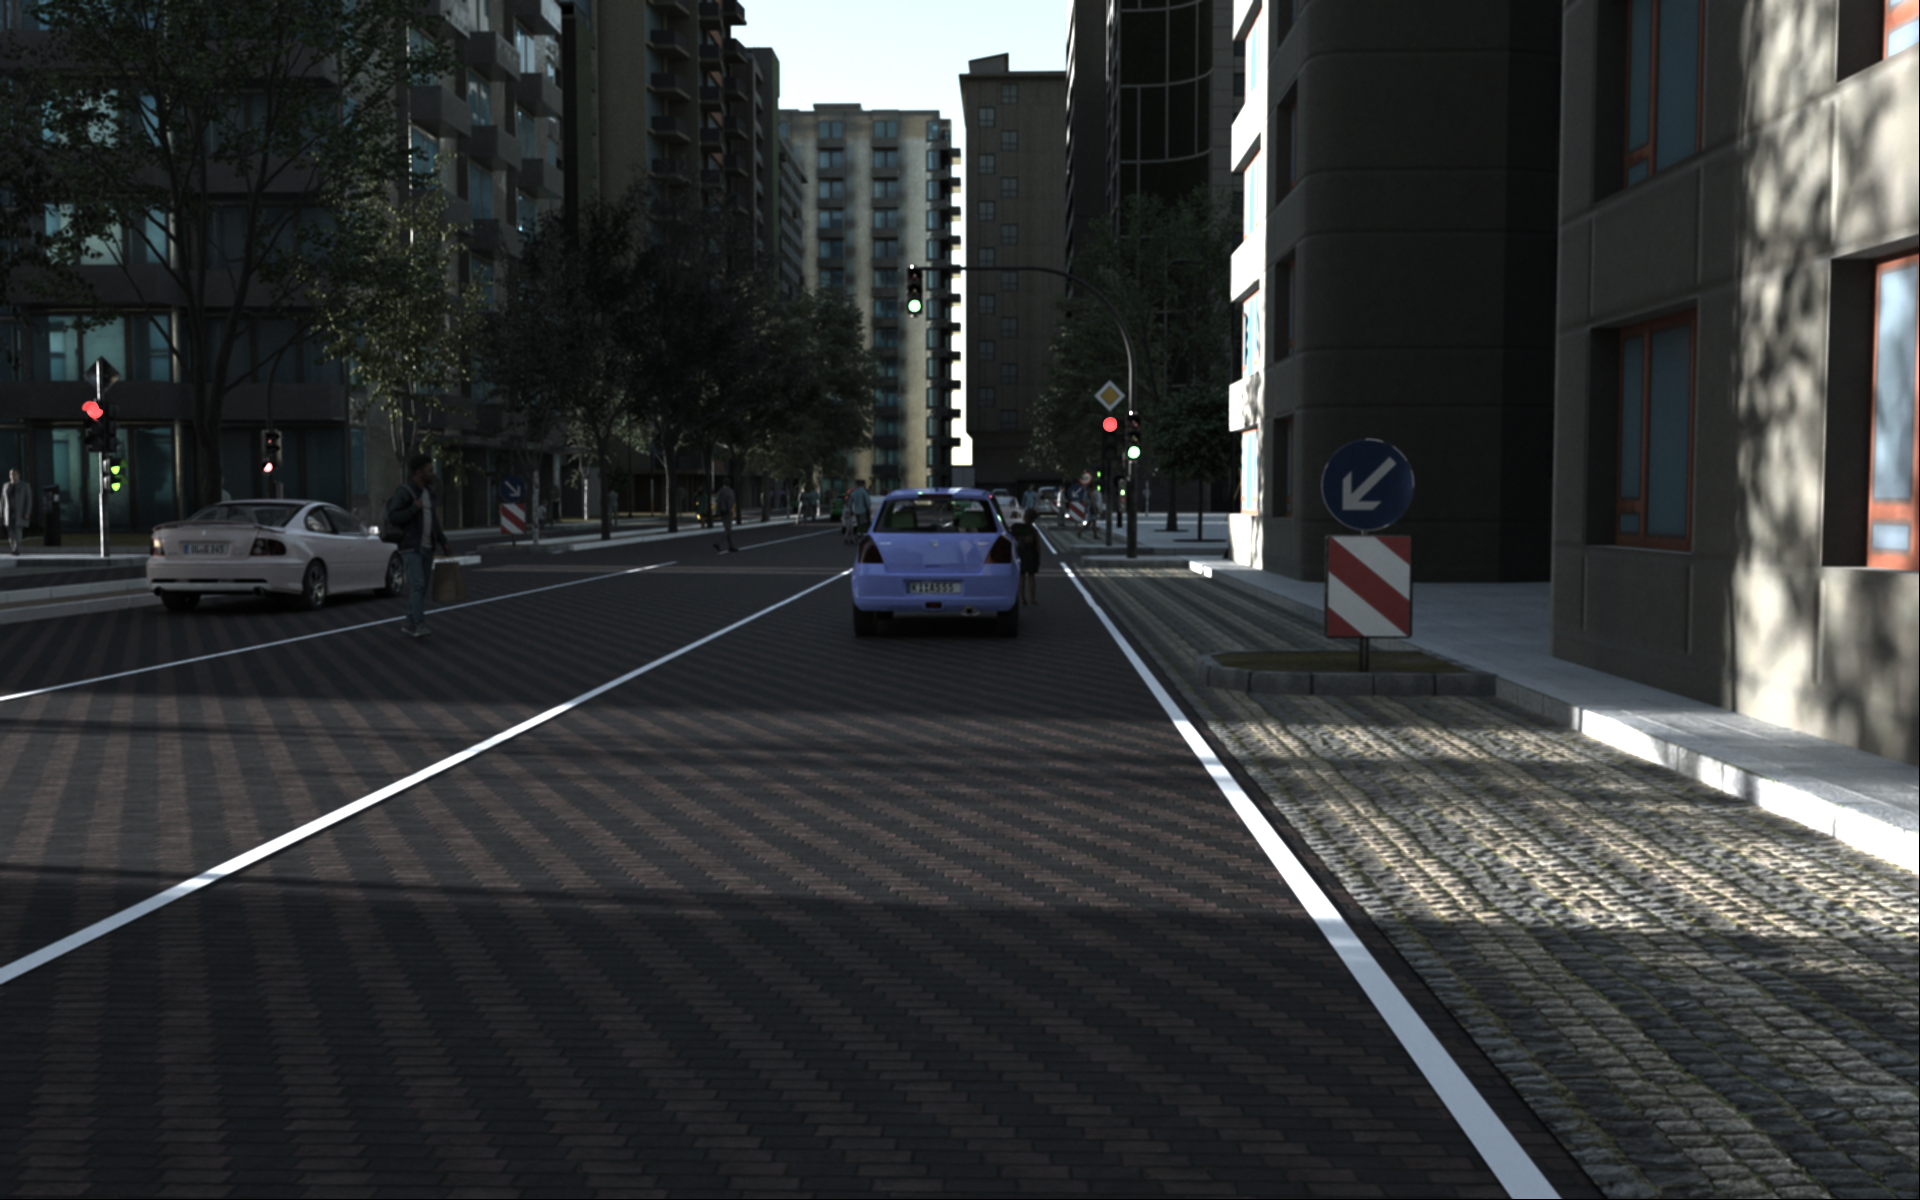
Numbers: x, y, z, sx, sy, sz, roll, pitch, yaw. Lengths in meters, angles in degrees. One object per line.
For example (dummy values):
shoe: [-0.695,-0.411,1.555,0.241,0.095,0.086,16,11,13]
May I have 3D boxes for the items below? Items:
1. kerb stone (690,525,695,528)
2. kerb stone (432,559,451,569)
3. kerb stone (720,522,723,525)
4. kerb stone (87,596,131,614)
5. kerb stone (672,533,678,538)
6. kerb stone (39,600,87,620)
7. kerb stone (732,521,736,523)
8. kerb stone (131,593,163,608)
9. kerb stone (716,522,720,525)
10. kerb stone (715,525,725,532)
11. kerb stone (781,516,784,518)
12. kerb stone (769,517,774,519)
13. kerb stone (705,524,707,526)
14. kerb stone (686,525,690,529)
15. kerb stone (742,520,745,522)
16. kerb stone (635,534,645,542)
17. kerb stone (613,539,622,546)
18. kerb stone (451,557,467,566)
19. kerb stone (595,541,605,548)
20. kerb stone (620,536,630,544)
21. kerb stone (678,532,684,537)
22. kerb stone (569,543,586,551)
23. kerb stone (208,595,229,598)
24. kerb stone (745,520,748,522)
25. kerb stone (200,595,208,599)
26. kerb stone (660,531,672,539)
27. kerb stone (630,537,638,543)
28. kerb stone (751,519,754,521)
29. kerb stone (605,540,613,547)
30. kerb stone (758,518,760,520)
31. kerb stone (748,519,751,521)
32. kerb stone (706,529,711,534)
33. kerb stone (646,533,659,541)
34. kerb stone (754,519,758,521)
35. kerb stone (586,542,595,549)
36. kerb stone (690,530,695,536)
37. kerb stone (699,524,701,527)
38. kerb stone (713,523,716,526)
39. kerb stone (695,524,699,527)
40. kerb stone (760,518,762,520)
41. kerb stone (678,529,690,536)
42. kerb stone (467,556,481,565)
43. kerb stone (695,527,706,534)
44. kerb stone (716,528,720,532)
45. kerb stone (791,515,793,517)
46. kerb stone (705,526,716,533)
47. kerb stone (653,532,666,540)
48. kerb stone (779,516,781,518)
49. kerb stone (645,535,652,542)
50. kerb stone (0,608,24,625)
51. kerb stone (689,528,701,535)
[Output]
kerb stone: [-11.106,-2.977,70.901,0.120,0.150,1.000,0,4,2]
kerb stone: [-10.108,-0.691,33.490,0.120,0.150,1.000,0,4,2]
kerb stone: [-10.892,-3.412,78.057,0.120,0.150,1.000,0,4,2]
kerb stone: [-10.471,0.063,21.161,0.120,0.150,1.000,0,4,2]
kerb stone: [-9.437,-2.096,56.496,0.120,0.150,1.000,0,4,2]
kerb stone: [-10.508,0.128,20.130,0.120,0.150,1.000,0,4,2]
kerb stone: [-10.741,-3.731,83.194,0.120,0.150,1.000,0,4,2]
kerb stone: [-10.441,0.002,22.205,0.120,0.150,1.000,0,4,2]
kerb stone: [-10.927,-3.354,77.033,0.120,0.150,1.000,0,4,2]
kerb stone: [-9.153,-2.662,65.721,0.120,0.150,1.000,0,4,2]
kerb stone: [-10.288,-4.668,98.589,0.120,0.150,1.000,0,4,2]
kerb stone: [-10.409,-4.421,94.485,0.120,0.150,1.000,0,4,2]
kerb stone: [-11.009,-3.166,73.966,0.120,0.150,1.000,0,4,2]
kerb stone: [-11.139,-2.911,69.880,0.120,0.150,1.000,0,4,2]
kerb stone: [-10.706,-3.794,84.220,0.120,0.150,1.000,0,4,2]
kerb stone: [-9.592,-1.782,51.367,0.120,0.150,1.000,0,4,2]
kerb stone: [-9.678,-1.597,48.301,0.120,0.150,1.000,0,4,2]
kerb stone: [-10.083,-0.753,34.511,0.120,0.150,1.000,0,4,2]
kerb stone: [-9.737,-1.463,46.246,0.120,0.150,1.000,0,4,2]
kerb stone: [-9.647,-1.655,49.323,0.120,0.150,1.000,0,4,2]
kerb stone: [-9.406,-2.155,57.528,0.120,0.150,1.000,0,4,2]
kerb stone: [-9.796,-1.346,44.195,0.120,0.150,1.000,0,4,2]
kerb stone: [-10.385,-0.125,24.264,0.120,0.150,1.000,0,4,2]
kerb stone: [-10.681,-3.857,85.250,0.120,0.150,1.000,0,4,2]
kerb stone: [-10.416,-0.056,23.230,0.120,0.150,1.000,0,4,2]
kerb stone: [-9.457,-2.035,55.474,0.120,0.150,1.000,0,4,2]
kerb stone: [-9.614,-1.714,50.345,0.120,0.150,1.000,0,4,2]
kerb stone: [-10.627,-3.982,87.302,0.120,0.150,1.000,0,4,2]
kerb stone: [-9.704,-1.534,47.273,0.120,0.150,1.000,0,4,2]
kerb stone: [-10.567,-4.107,89.349,0.120,0.150,1.000,0,4,2]
kerb stone: [-10.654,-3.918,86.279,0.120,0.150,1.000,0,4,2]
kerb stone: [-9.248,-2.475,62.654,0.120,0.150,1.000,0,4,2]
kerb stone: [-9.524,-1.907,53.428,0.120,0.150,1.000,0,4,2]
kerb stone: [-10.589,-4.044,88.327,0.120,0.150,1.000,0,4,2]
kerb stone: [-9.765,-1.408,45.217,0.120,0.150,1.000,0,4,2]
kerb stone: [-9.340,-2.285,59.576,0.120,0.150,1.000,0,4,2]
kerb stone: [-11.050,-3.102,72.945,0.120,0.150,1.000,0,4,2]
kerb stone: [-10.952,-3.291,76.010,0.120,0.150,1.000,0,4,2]
kerb stone: [-11.073,-3.041,71.923,0.120,0.150,1.000,0,4,2]
kerb stone: [-10.528,-4.171,90.385,0.120,0.150,1.000,0,4,2]
kerb stone: [-9.373,-2.223,58.549,0.120,0.150,1.000,0,4,2]
kerb stone: [-10.051,-0.816,35.543,0.120,0.150,1.000,0,4,2]
kerb stone: [-9.279,-2.410,61.620,0.120,0.150,1.000,0,4,2]
kerb stone: [-9.196,-2.600,64.700,0.120,0.150,1.000,0,4,2]
kerb stone: [-10.171,-4.923,102.687,0.120,0.150,1.000,0,4,2]
kerb stone: [-9.220,-2.537,63.676,0.120,0.150,1.000,0,4,2]
kerb stone: [-9.491,-1.970,54.450,0.120,0.150,1.000,0,4,2]
kerb stone: [-10.324,-4.606,97.563,0.120,0.150,1.000,0,4,2]
kerb stone: [-9.547,-1.847,52.401,0.120,0.150,1.000,0,4,2]
kerb stone: [-10.535,0.189,19.107,0.120,0.150,1.000,0,4,2]
kerb stone: [-9.307,-2.349,60.598,0.120,0.150,1.000,0,4,2]
